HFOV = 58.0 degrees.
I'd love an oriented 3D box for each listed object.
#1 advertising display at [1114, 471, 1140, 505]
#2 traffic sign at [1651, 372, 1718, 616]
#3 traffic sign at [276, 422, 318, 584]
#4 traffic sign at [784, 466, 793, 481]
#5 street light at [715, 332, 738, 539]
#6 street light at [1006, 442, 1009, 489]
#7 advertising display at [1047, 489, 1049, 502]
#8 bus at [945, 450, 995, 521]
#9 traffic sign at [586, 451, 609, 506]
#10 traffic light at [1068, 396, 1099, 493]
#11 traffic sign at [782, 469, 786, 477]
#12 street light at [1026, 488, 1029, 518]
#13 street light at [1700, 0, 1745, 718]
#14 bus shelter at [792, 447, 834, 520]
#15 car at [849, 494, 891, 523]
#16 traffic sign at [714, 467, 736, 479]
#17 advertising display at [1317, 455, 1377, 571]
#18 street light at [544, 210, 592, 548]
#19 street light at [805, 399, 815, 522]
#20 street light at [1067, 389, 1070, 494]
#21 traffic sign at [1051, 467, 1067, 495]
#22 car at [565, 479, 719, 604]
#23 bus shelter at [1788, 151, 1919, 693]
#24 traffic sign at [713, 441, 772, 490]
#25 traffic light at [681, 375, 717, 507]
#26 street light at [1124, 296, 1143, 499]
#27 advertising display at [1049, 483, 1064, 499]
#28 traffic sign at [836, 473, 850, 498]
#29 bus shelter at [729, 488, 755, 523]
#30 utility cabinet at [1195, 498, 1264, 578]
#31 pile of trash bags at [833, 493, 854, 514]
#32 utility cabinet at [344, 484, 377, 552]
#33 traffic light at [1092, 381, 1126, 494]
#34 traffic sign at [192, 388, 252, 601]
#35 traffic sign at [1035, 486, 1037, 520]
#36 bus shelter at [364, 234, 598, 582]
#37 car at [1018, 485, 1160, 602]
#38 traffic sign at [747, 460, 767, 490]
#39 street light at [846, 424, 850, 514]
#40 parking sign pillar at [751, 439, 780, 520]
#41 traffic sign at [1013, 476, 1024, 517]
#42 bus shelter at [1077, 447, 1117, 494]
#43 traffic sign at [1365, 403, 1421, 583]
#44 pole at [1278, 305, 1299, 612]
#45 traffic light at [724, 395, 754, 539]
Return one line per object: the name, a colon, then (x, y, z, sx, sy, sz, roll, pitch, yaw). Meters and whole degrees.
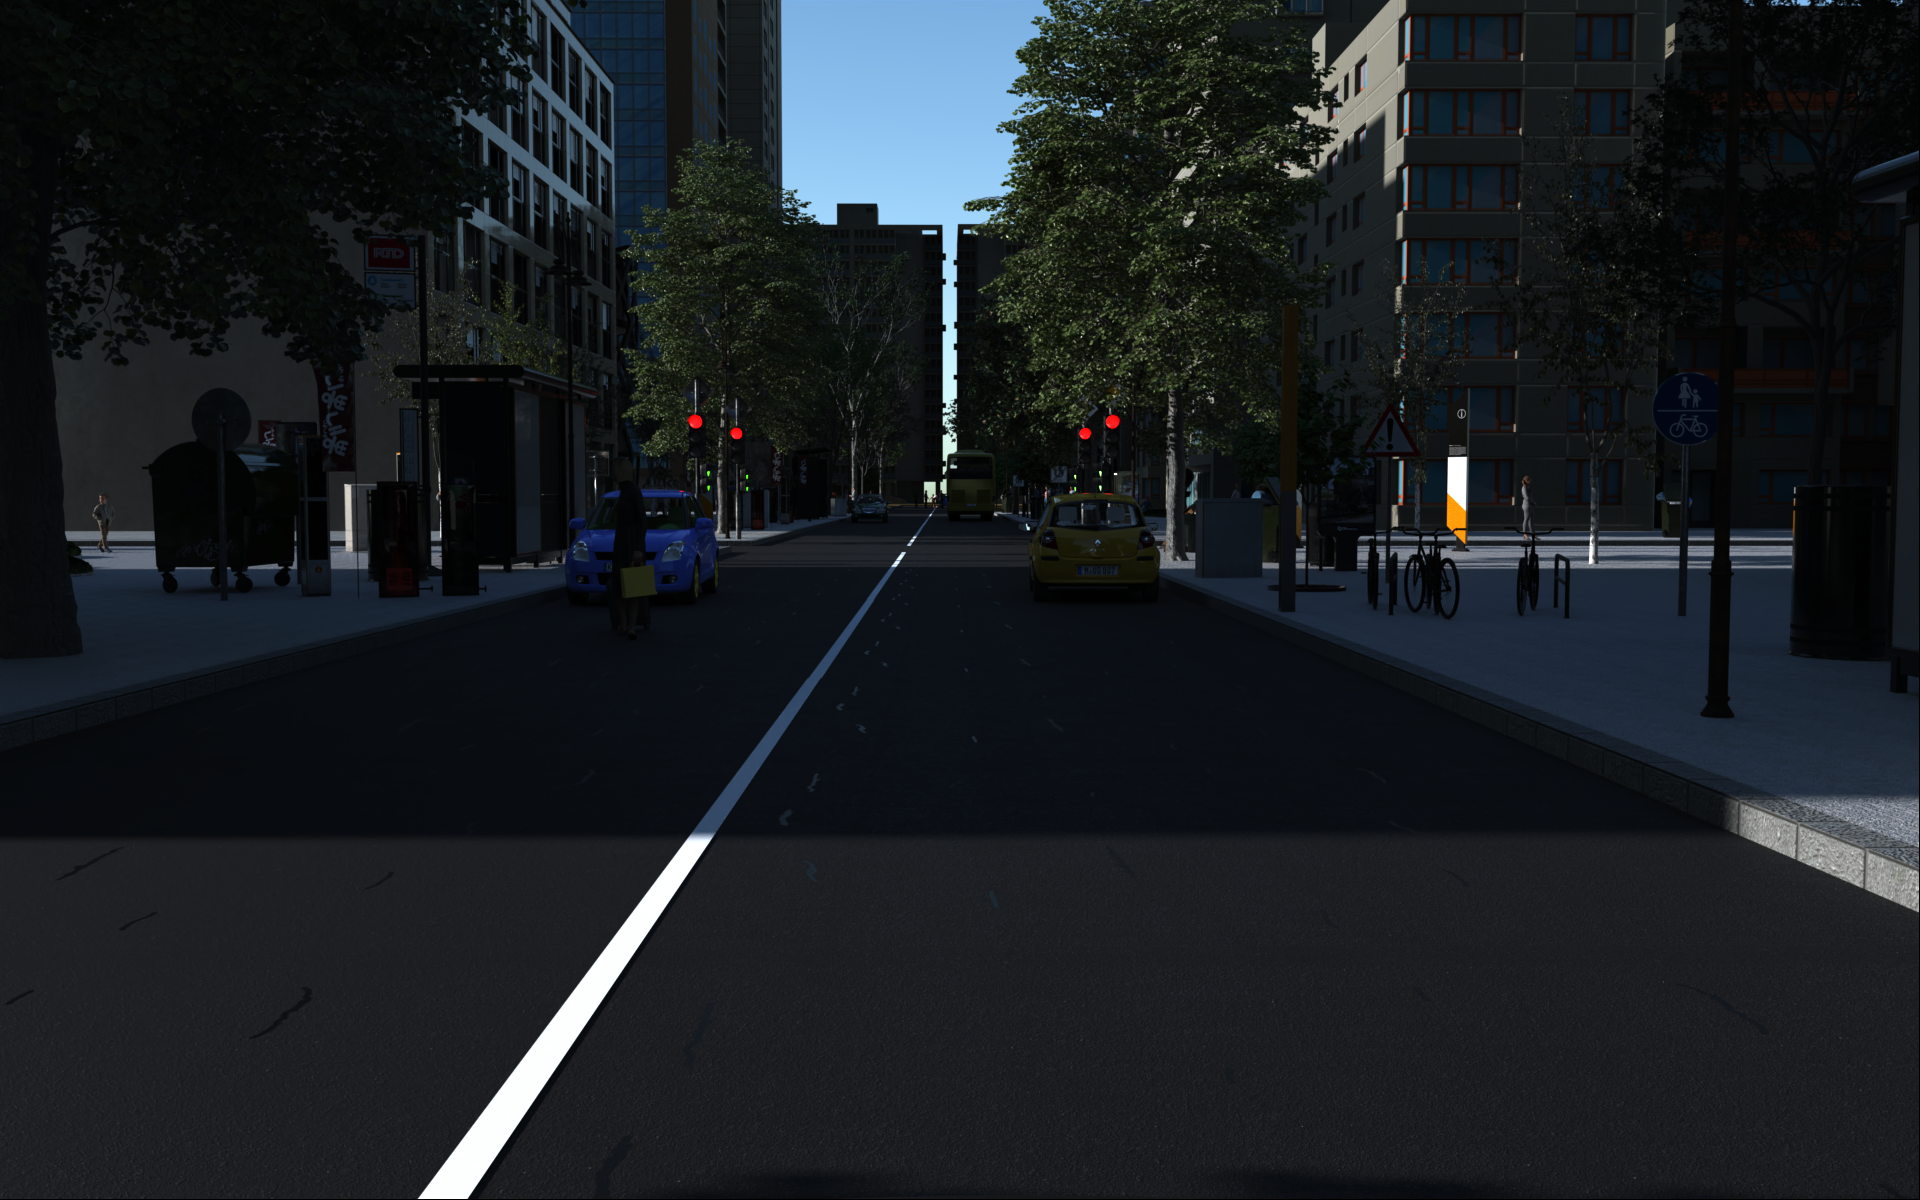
advertising display: (4.696, -2.664, 48.769, 0.974, 1.923, 0.123, -3, 5, -45)
traffic sign: (7.602, -1.104, 18.156, 0.768, 2.556, 0.104, 0, 4, 2)
traffic sign: (-9.395, -1.373, 24.573, 0.606, 2.300, 0.079, 0, 4, 5)
traffic sign: (-7.647, -4.595, 75.241, 0.768, 2.556, 0.104, 0, 4, 2)
street light: (-6.682, -4.701, 49.647, 0.468, 5.910, 1.993, 0, 4, 0)
street light: (3.356, -9.242, 123.887, 0.468, 5.910, 1.993, 0, 4, 0)
advertising display: (6.434, -6.951, 118.866, 0.974, 1.923, 0.123, 0, 4, -3)
bus: (0.554, -6.371, 95.720, 2.896, 3.916, 12.252, 0, 3, 0)
traffic sign: (-8.580, -2.370, 40.880, 0.606, 2.300, 0.079, 1, 4, 8)
traffic light: (3.503, -3.680, 49.091, 0.839, 4.253, 0.868, 0, 4, 0)
traffic sign: (-7.750, -4.537, 73.907, 0.795, 2.593, 0.064, 0, 4, 4)
street light: (3.618, -7.331, 92.641, 0.468, 5.910, 1.993, 0, 4, 0)
street light: (4.372, -2.265, 9.820, 0.468, 5.910, 1.993, 0, 4, 0)
bus shelter: (-7.545, -6.005, 89.458, 1.731, 3.624, 6.357, 0, 4, 0)
car: (-4.559, -4.643, 87.717, 2.131, 1.459, 4.920, 0, 4, -2)
traffic sign: (-8.584, -3.862, 63.147, 0.884, 2.594, 0.081, 0, 4, 8)
advertising display: (6.428, -1.443, 28.810, 0.974, 1.923, 0.123, 0, 4, -4)
street light: (-6.420, -3.410, 28.547, 0.468, 5.910, 1.993, 0, 4, 0)
street light: (-7.007, -6.592, 80.568, 0.468, 5.910, 1.993, 0, 4, 0)
street light: (3.872, -5.434, 61.633, 0.468, 5.910, 1.993, 0, 4, 0)
traffic sign: (3.660, -3.791, 64.119, 0.606, 2.300, 0.079, 0, 4, 1)
car: (-4.306, -0.866, 23.748, 1.945, 1.707, 3.694, 0, 4, -2)
bus shelter: (6.839, -1.957, 9.626, 2.179, 5.291, 8.768, 0, 4, -1)
traffic sign: (-8.414, -4.471, 66.978, 2.265, 3.308, 0.079, 0, 3, 0)
traffic light: (-6.191, -3.186, 41.009, 0.839, 4.253, 0.868, 0, 4, 0)
street light: (4.085, -4.154, 40.711, 0.468, 5.910, 1.993, 0, 4, 0)
advertising display: (4.930, -4.879, 84.993, 0.974, 1.923, 0.123, 2, 4, 31)
traffic sign: (-7.370, -6.650, 108.732, 0.884, 2.594, 0.081, 0, 4, 2)
bus shelter: (-9.796, -5.176, 78.559, 2.014, 3.302, 5.546, 0, 4, 0)
utility cabinet: (4.145, -0.950, 26.700, 1.020, 1.237, 0.306, -1, 4, -17)
pile of trash bags: (-8.096, -6.426, 114.820, 1.912, 1.369, 3.447, -1, 4, -18)
utility cabinet: (-13.021, -1.819, 38.423, 0.318, 1.500, 1.173, 3, 5, 41)
traffic light: (3.569, -3.192, 41.106, 0.839, 4.253, 0.868, 0, 4, 0)
traffic sign: (-8.864, -1.265, 20.788, 0.768, 2.556, 0.104, 0, 4, 8)
traffic sign: (3.791, -5.264, 86.170, 0.768, 2.556, 0.104, 0, 4, 1)
bus shelter: (-8.129, -3.174, 29.525, 2.179, 5.291, 8.768, 0, 4, 0)
car: (1.839, -0.874, 24.510, 2.015, 1.641, 3.980, 0, 4, 1)
traffic sign: (-7.688, -4.003, 65.551, 0.768, 2.556, 0.104, 0, 4, 3)
street light: (-7.192, -8.482, 111.460, 0.468, 5.910, 1.993, 0, 4, 0)
parking sign pillar: (-9.609, -5.925, 85.343, 1.447, 3.967, 1.447, -2, 4, -34)
traffic sign: (3.223, -5.711, 95.497, 0.606, 2.300, 0.079, 0, 4, 0)
bus shelter: (6.803, -5.827, 86.548, 1.731, 3.624, 6.357, 0, 4, 0)
traffic sign: (6.148, -1.519, 24.832, 0.884, 2.594, 0.081, 0, 4, 6)
pole: (3.574, -1.529, 18.840, 0.158, 3.312, 0.155, 0, 3, 0)
traffic light: (-6.258, -3.674, 48.993, 0.839, 4.253, 0.868, 0, 4, 0)
